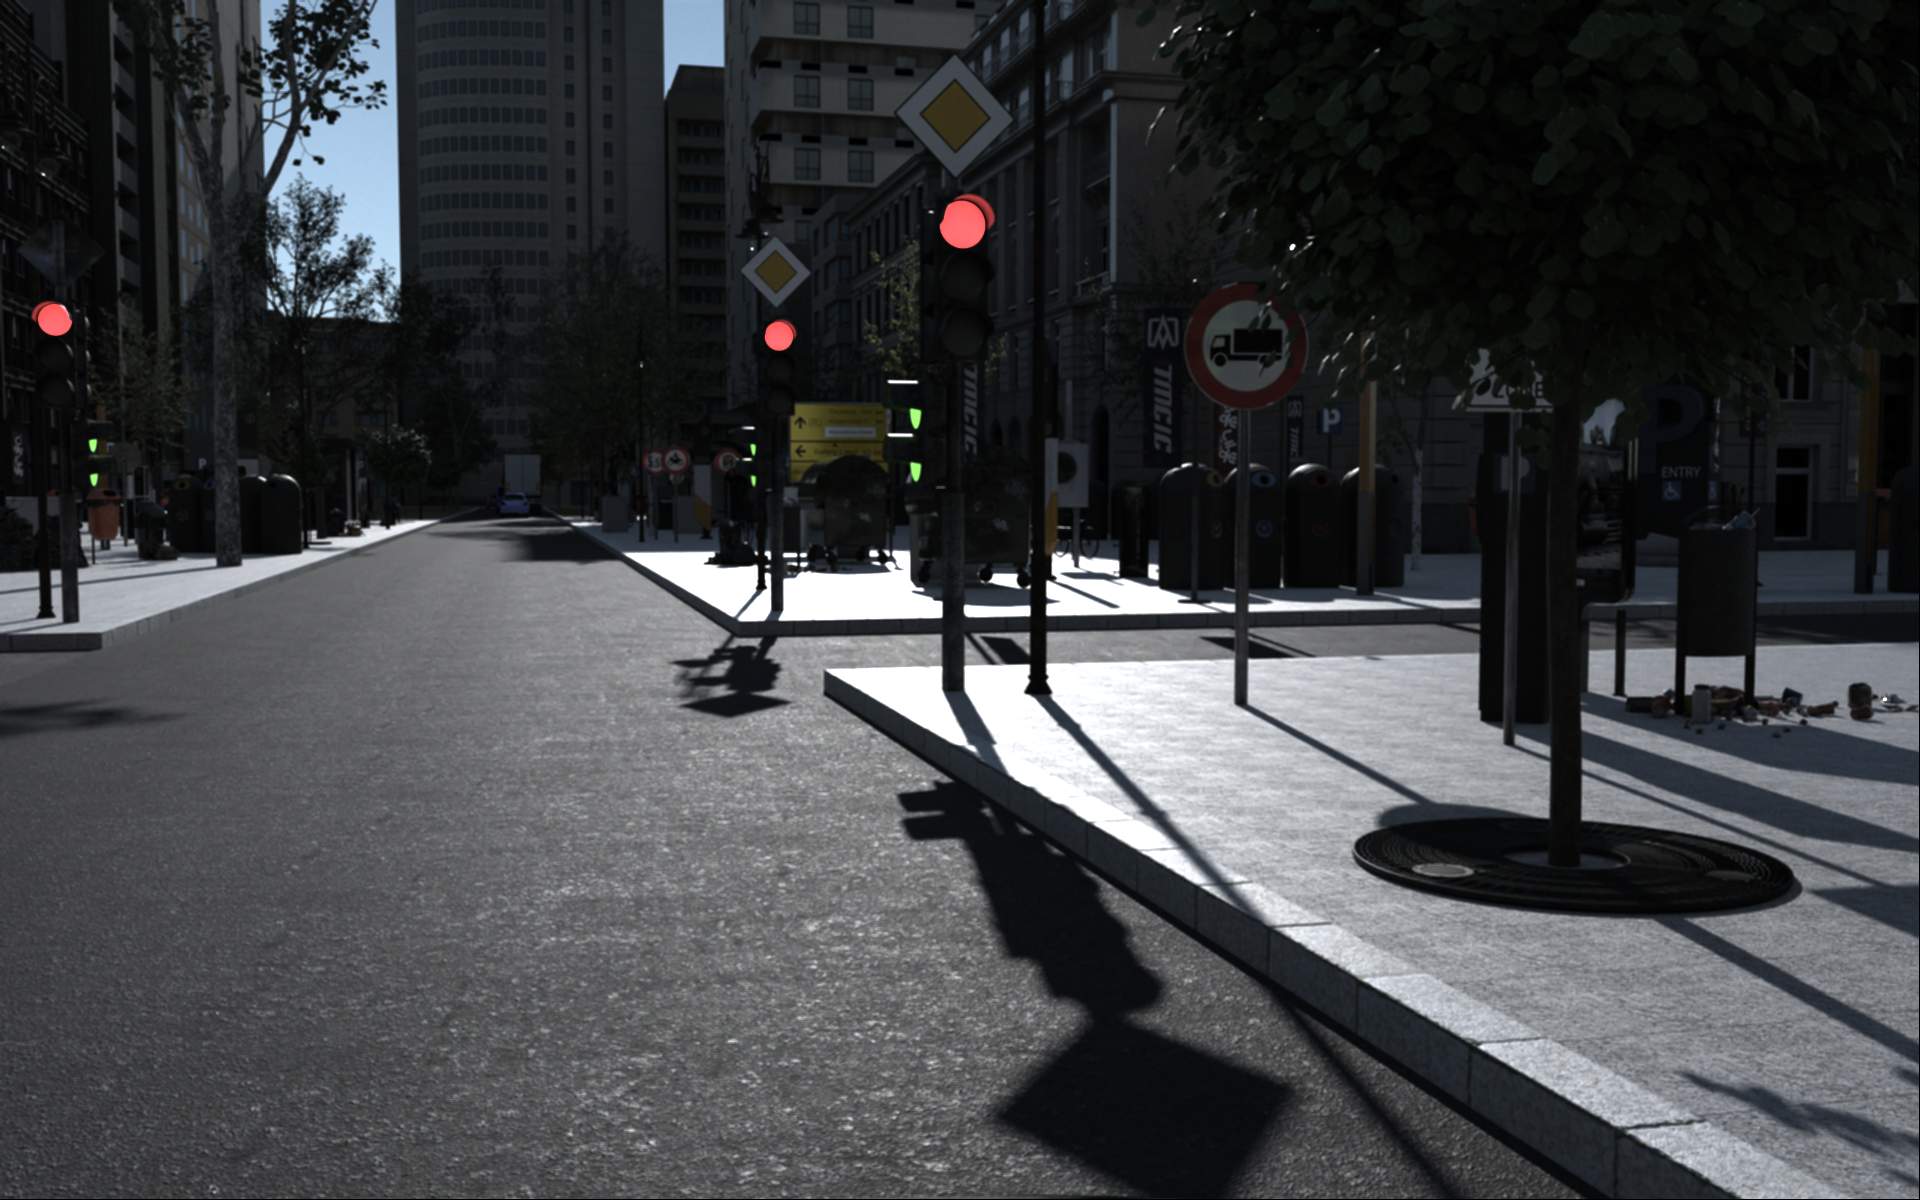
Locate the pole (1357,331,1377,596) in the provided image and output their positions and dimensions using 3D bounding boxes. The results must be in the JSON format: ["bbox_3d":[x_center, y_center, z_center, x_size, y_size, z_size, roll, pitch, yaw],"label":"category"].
[{"bbox_3d":[5.135,-1.713,21.851,0.158,3.312,0.155,0,3,0],"label":"pole"}]

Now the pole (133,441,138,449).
[{"bbox_3d":[-31.423,-4.419,66.096,0.158,3.312,0.155,0,3,0],"label":"pole"}]

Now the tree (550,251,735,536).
[{"bbox_3d":[-9.274,-6.253,52.607,4.737,8.622,4.395,0,3,0],"label":"tree"}]

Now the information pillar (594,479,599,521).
[{"bbox_3d":[-17.555,-4.856,83.895,0.304,2.012,0.304,0,4,1],"label":"information pillar"}]

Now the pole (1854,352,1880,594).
[{"bbox_3d":[11.635,-1.734,22.199,0.158,3.312,0.155,0,3,0],"label":"pole"}]

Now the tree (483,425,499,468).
[{"bbox_3d":[-47.743,-14.110,165.117,8.767,10.594,7.601,0,4,5],"label":"tree"}]

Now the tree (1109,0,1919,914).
[{"bbox_3d":[2.163,-1.357,5.904,4.285,4.588,4.351,0,3,0],"label":"tree"}]

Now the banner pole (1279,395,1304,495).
[{"bbox_3d":[7.365,-2.982,38.780,0.401,3.779,0.863,-3,4,-39],"label":"banner pole"}]

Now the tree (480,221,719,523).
[{"bbox_3d":[-15.963,-10.212,77.333,12.009,13.543,11.850,0,3,0],"label":"tree"}]

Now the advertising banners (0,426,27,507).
[{"bbox_3d":[-24.507,-2.925,44.006,0.090,3.025,2.074,1,4,18],"label":"advertising banners"}]

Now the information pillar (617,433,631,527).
[{"bbox_3d":[-12.942,-4.608,66.692,0.504,3.616,0.183,-3,5,-44],"label":"information pillar"}]

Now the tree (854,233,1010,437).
[{"bbox_3d":[-0.757,-6.001,48.478,4.360,8.622,3.978,0,3,0],"label":"tree"}]

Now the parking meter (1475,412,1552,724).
[{"bbox_3d":[3.129,-0.248,9.771,0.399,1.863,0.255,2,4,29],"label":"parking meter"}]

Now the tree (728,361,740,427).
[{"bbox_3d":[-8.980,-8.120,83.127,4.360,8.622,3.978,0,3,0],"label":"tree"}]

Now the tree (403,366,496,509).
[{"bbox_3d":[-44.730,-14.303,151.981,7.486,12.596,7.792,0,3,0],"label":"tree"}]

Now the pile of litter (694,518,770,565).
[{"bbox_3d":[-4.067,-1.078,31.588,1.176,0.858,1.719,-3,5,-43],"label":"pile of litter"}]

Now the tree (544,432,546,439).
[{"bbox_3d":[-36.148,-12.687,157.787,4.360,8.622,3.978,0,3,0],"label":"tree"}]

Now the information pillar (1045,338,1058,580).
[{"bbox_3d":[1.347,-2.111,25.872,0.183,3.616,0.504,-1,4,-14],"label":"information pillar"}]

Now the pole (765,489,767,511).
[{"bbox_3d":[-6.645,-3.978,58.886,0.158,3.312,0.155,0,3,0],"label":"pole"}]

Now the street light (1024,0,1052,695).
[{"bbox_3d":[0.503,-2.336,10.981,0.468,5.910,1.993,-1,4,-14],"label":"street light"}]

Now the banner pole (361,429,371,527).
[{"bbox_3d":[-22.998,-4.712,67.063,0.401,3.779,0.863,0,4,-5],"label":"banner pole"}]

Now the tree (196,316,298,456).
[{"bbox_3d":[-29.713,-7.487,72.770,4.737,8.622,4.395,0,3,0],"label":"tree"}]

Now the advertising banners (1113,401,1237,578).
[{"bbox_3d":[3.396,-1.861,26.622,2.074,3.025,0.090,0,4,-5],"label":"advertising banners"}]

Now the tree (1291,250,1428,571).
[{"bbox_3d":[7.407,-4.797,28.796,4.737,8.622,4.395,0,3,0],"label":"tree"}]

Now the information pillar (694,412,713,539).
[{"bbox_3d":[-7.329,-3.550,49.405,0.504,3.616,0.183,0,4,1],"label":"information pillar"}]

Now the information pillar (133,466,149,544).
[{"bbox_3d":[-21.188,-2.467,44.821,0.304,2.012,0.304,-1,4,-11],"label":"information pillar"}]

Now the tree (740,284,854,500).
[{"bbox_3d":[-5.244,-6.787,61.334,4.360,8.622,3.978,0,3,0],"label":"tree"}]

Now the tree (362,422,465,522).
[{"bbox_3d":[-25.548,-5.815,78.790,4.285,4.588,4.351,0,3,0],"label":"tree"}]

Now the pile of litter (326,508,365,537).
[{"bbox_3d":[-18.581,-2.352,52.422,1.176,0.858,1.719,1,4,22],"label":"pile of litter"}]

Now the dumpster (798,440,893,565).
[{"bbox_3d":[-2.116,-1.808,32.062,1.502,2.255,1.985,-1,4,-14],"label":"dumpster"}]

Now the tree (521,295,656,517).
[{"bbox_3d":[-20.427,-10.967,97.433,7.486,12.596,7.792,0,3,0],"label":"tree"}]

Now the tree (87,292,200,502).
[{"bbox_3d":[-29.551,-6.886,62.955,4.360,8.622,3.978,0,3,0],"label":"tree"}]

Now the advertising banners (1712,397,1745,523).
[{"bbox_3d":[9.910,-1.602,22.384,0.090,3.025,2.074,2,4,34],"label":"advertising banners"}]

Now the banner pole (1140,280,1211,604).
[{"bbox_3d":[2.549,-1.860,20.428,0.863,3.779,0.401,1,4,16],"label":"banner pole"}]

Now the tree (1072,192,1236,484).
[{"bbox_3d":[4.950,-5.579,41.581,4.360,8.622,3.978,0,3,0],"label":"tree"}]

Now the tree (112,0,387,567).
[{"bbox_3d":[-11.537,-10.664,30.241,12.611,20.169,13.585,0,3,0],"label":"tree"}]

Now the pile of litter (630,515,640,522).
[{"bbox_3d":[-15.420,-4.010,79.536,1.719,0.858,1.176,-1,4,-17],"label":"pile of litter"}]

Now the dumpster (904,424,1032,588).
[{"bbox_3d":[0.156,-1.330,24.235,1.502,2.255,1.985,-1,4,-14],"label":"dumpster"}]

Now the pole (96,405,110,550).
[{"bbox_3d":[-19.678,-2.810,39.780,0.158,3.312,0.155,0,3,0],"label":"pole"}]

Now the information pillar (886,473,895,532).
[{"bbox_3d":[-2.398,-3.345,59.182,0.304,2.012,0.304,1,4,12],"label":"information pillar"}]

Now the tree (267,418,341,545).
[{"bbox_3d":[-16.503,-3.026,44.070,1.663,3.219,1.824,0,3,0],"label":"tree"}]

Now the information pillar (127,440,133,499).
[{"bbox_3d":[-36.160,-5.148,75.525,0.183,3.616,0.504,0,4,6],"label":"information pillar"}]

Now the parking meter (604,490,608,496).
[{"bbox_3d":[-18.361,-5.004,90.224,0.372,1.533,0.369,0,3,0],"label":"parking meter"}]

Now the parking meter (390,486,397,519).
[{"bbox_3d":[-29.185,-5.115,89.348,0.255,1.863,0.399,0,4,7],"label":"parking meter"}]

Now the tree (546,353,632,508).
[{"bbox_3d":[-18.646,-8.430,88.187,4.360,8.622,3.978,0,3,0],"label":"tree"}]

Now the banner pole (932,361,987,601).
[{"bbox_3d":[0.023,-1.870,20.587,0.401,3.779,0.863,-3,5,-43],"label":"banner pole"}]

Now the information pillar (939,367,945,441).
[{"bbox_3d":[-0.170,-2.472,31.767,0.183,3.616,0.504,-3,4,-38],"label":"information pillar"}]

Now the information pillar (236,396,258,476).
[{"bbox_3d":[-16.862,-3.038,41.025,0.504,3.616,0.183,-1,4,-19],"label":"information pillar"}]

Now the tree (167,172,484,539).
[{"bbox_3d":[-18.387,-7.053,49.723,8.767,10.594,7.601,-1,4,-15],"label":"tree"}]
